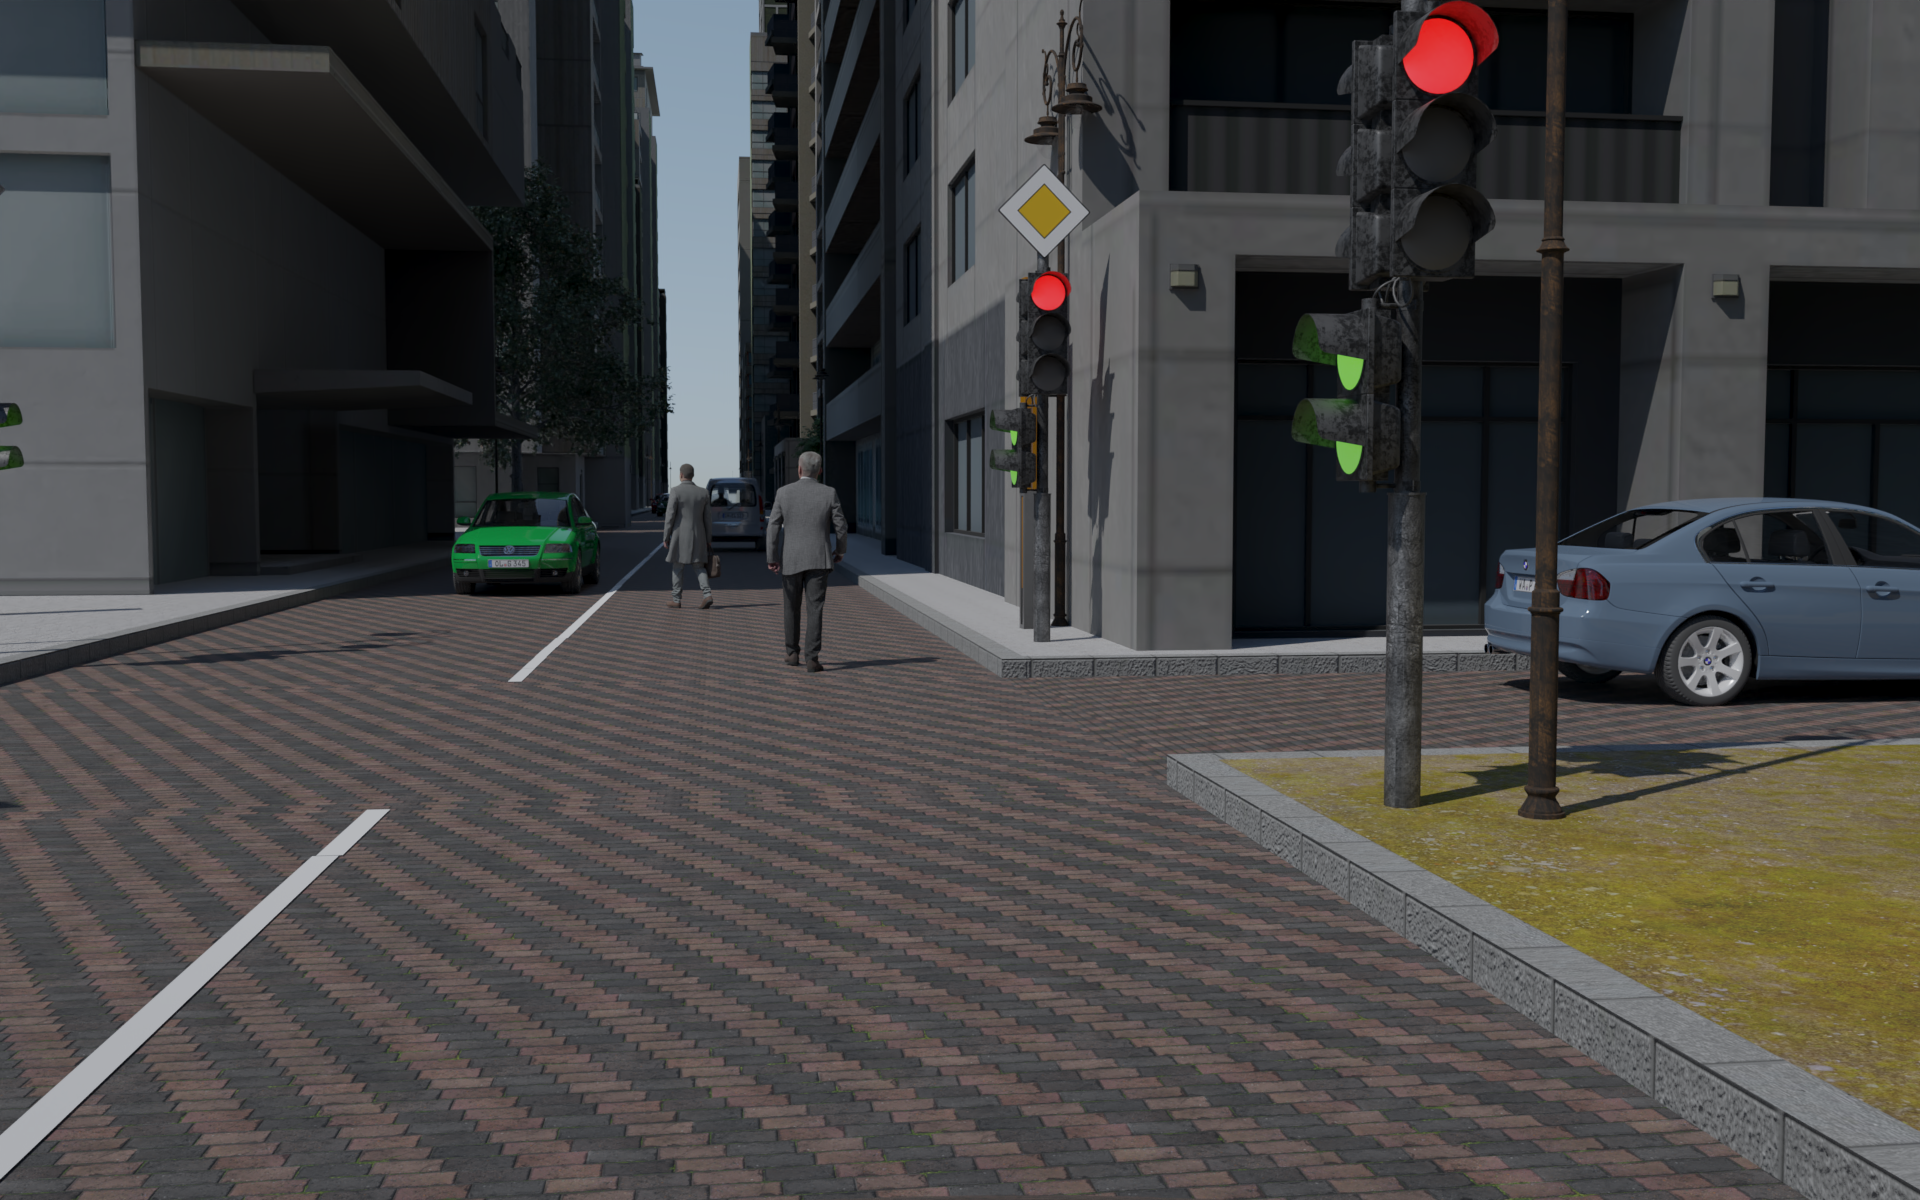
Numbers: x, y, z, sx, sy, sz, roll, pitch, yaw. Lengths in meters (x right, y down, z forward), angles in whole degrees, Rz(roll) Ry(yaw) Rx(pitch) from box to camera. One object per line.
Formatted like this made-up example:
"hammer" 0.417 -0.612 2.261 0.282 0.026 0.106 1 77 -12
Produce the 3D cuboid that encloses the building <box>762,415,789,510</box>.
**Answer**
"building" -4.125 -50.313 135.285 22.319 86.520 31.000 0 4 -8

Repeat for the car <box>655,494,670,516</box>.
"car" -18.687 -6.154 112.412 2.131 1.459 4.920 0 4 -7

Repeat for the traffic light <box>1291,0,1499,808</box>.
"traffic light" 1.802 -1.107 7.020 0.839 4.253 0.868 0 4 -8

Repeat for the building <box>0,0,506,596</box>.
"building" -22.954 -27.016 30.950 28.713 52.752 27.495 0 4 -8

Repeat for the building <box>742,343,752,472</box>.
"building" -12.773 -22.564 213.966 27.650 21.520 28.899 0 4 -8

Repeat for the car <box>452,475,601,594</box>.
"car" -6.496 -1.064 26.196 1.959 1.807 4.718 0 4 -6

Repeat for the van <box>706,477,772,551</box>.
"van" -5.857 -2.304 44.676 2.013 2.044 4.112 0 4 -8

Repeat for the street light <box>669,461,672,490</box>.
"street light" -40.910 -16.642 244.888 0.468 5.910 1.993 0 4 -8

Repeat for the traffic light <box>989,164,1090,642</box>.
"traffic light" 0.693 -1.591 14.928 0.839 4.253 0.868 0 4 -8

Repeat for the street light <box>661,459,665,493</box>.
"street light" -35.743 -14.428 208.690 0.468 5.910 1.993 0 4 -8

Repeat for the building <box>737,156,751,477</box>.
"building" -19.573 -37.553 237.700 21.300 48.544 21.600 0 4 -8

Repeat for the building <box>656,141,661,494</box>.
"building" -40.559 -31.045 191.177 14.154 41.232 14.086 0 4 -8

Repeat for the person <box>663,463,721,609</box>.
"person" -3.391 -0.798 21.648 0.694 1.812 0.767 -3 4 -37

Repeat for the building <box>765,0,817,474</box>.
"building" -0.665 -27.641 106.561 22.147 44.769 28.867 0 4 -8

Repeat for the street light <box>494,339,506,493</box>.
"street light" -13.483 -4.742 50.321 0.468 5.910 1.993 0 4 -8

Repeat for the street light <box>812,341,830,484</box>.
"street light" -4.207 -4.879 52.558 0.468 5.910 1.993 0 4 -8

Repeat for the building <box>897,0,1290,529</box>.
"building" 1.892 -39.205 79.248 20.563 71.187 20.611 0 4 -8

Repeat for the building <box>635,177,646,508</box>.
"building" -34.868 -23.156 150.304 14.160 30.474 14.107 0 4 -8

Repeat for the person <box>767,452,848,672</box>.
"person" -1.263 -0.328 14.260 0.661 1.777 0.834 -1 4 -9

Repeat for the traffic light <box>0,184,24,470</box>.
"traffic light" -7.932 -1.516 13.706 0.839 4.253 0.868 0 4 -8

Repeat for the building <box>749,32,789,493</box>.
"building" -12.067 -29.033 158.277 14.154 41.232 14.086 0 4 -8

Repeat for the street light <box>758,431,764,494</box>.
"street light" -14.654 -9.456 127.394 0.468 5.910 1.993 0 4 -8

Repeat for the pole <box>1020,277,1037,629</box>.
"pole" 0.663 -1.381 16.420 0.158 3.312 0.155 0 3 0

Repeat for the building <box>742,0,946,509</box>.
"building" -13.355 -45.821 187.419 20.563 71.187 20.611 0 4 -8

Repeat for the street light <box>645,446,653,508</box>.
"street light" -29.286 -11.593 162.328 0.468 5.910 1.993 0 4 -8

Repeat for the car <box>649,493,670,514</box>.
"car" -21.885 -7.292 128.265 2.155 1.783 4.494 0 4 -7

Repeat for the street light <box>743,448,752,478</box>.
"street light" -21.387 -12.384 175.262 0.468 5.910 1.993 0 4 -8

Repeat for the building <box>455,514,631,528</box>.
"building" -21.060 -23.657 70.380 14.154 41.232 14.086 0 4 -8

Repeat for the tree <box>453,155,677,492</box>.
"tree" -14.818 -8.617 57.901 9.611 12.733 9.660 0 3 0

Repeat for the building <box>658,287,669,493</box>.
"building" -46.693 -28.227 233.208 14.160 30.474 14.107 0 4 -8

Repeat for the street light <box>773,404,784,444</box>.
"street light" -9.521 -7.251 91.337 0.468 5.910 1.993 0 4 -8

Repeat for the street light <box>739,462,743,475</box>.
"street light" -26.434 -14.578 211.141 0.468 5.910 1.993 0 4 -8

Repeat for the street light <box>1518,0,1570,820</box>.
"street light" 2.317 -2.076 6.725 0.468 5.910 1.993 0 4 -8

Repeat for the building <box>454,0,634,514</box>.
"building" -32.744 -27.634 135.405 14.154 41.232 14.086 0 4 -8

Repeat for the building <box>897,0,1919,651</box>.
"building" 10.233 -35.795 23.499 20.611 71.187 20.563 0 4 -8

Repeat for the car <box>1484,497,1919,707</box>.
"car" 6.163 -0.039 12.640 4.499 1.417 2.014 -1 4 -8

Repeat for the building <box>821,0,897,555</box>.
"building" 7.528 -25.862 46.548 21.300 48.544 21.600 0 4 -8

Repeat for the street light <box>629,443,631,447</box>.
"street light" -24.234 -9.396 126.412 0.468 5.910 1.993 0 4 -8

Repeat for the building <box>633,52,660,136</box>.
"building" -51.085 -37.986 210.308 28.713 52.752 27.495 0 4 -8

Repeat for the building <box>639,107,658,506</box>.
"building" -38.757 -30.185 177.115 14.154 41.232 14.086 0 4 -8

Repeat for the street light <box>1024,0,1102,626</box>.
"street light" 0.973 -2.686 16.697 0.468 5.910 1.993 0 4 -8

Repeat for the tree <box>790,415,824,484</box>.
"tree" -4.337 -4.749 61.357 4.285 4.588 4.351 0 3 0
